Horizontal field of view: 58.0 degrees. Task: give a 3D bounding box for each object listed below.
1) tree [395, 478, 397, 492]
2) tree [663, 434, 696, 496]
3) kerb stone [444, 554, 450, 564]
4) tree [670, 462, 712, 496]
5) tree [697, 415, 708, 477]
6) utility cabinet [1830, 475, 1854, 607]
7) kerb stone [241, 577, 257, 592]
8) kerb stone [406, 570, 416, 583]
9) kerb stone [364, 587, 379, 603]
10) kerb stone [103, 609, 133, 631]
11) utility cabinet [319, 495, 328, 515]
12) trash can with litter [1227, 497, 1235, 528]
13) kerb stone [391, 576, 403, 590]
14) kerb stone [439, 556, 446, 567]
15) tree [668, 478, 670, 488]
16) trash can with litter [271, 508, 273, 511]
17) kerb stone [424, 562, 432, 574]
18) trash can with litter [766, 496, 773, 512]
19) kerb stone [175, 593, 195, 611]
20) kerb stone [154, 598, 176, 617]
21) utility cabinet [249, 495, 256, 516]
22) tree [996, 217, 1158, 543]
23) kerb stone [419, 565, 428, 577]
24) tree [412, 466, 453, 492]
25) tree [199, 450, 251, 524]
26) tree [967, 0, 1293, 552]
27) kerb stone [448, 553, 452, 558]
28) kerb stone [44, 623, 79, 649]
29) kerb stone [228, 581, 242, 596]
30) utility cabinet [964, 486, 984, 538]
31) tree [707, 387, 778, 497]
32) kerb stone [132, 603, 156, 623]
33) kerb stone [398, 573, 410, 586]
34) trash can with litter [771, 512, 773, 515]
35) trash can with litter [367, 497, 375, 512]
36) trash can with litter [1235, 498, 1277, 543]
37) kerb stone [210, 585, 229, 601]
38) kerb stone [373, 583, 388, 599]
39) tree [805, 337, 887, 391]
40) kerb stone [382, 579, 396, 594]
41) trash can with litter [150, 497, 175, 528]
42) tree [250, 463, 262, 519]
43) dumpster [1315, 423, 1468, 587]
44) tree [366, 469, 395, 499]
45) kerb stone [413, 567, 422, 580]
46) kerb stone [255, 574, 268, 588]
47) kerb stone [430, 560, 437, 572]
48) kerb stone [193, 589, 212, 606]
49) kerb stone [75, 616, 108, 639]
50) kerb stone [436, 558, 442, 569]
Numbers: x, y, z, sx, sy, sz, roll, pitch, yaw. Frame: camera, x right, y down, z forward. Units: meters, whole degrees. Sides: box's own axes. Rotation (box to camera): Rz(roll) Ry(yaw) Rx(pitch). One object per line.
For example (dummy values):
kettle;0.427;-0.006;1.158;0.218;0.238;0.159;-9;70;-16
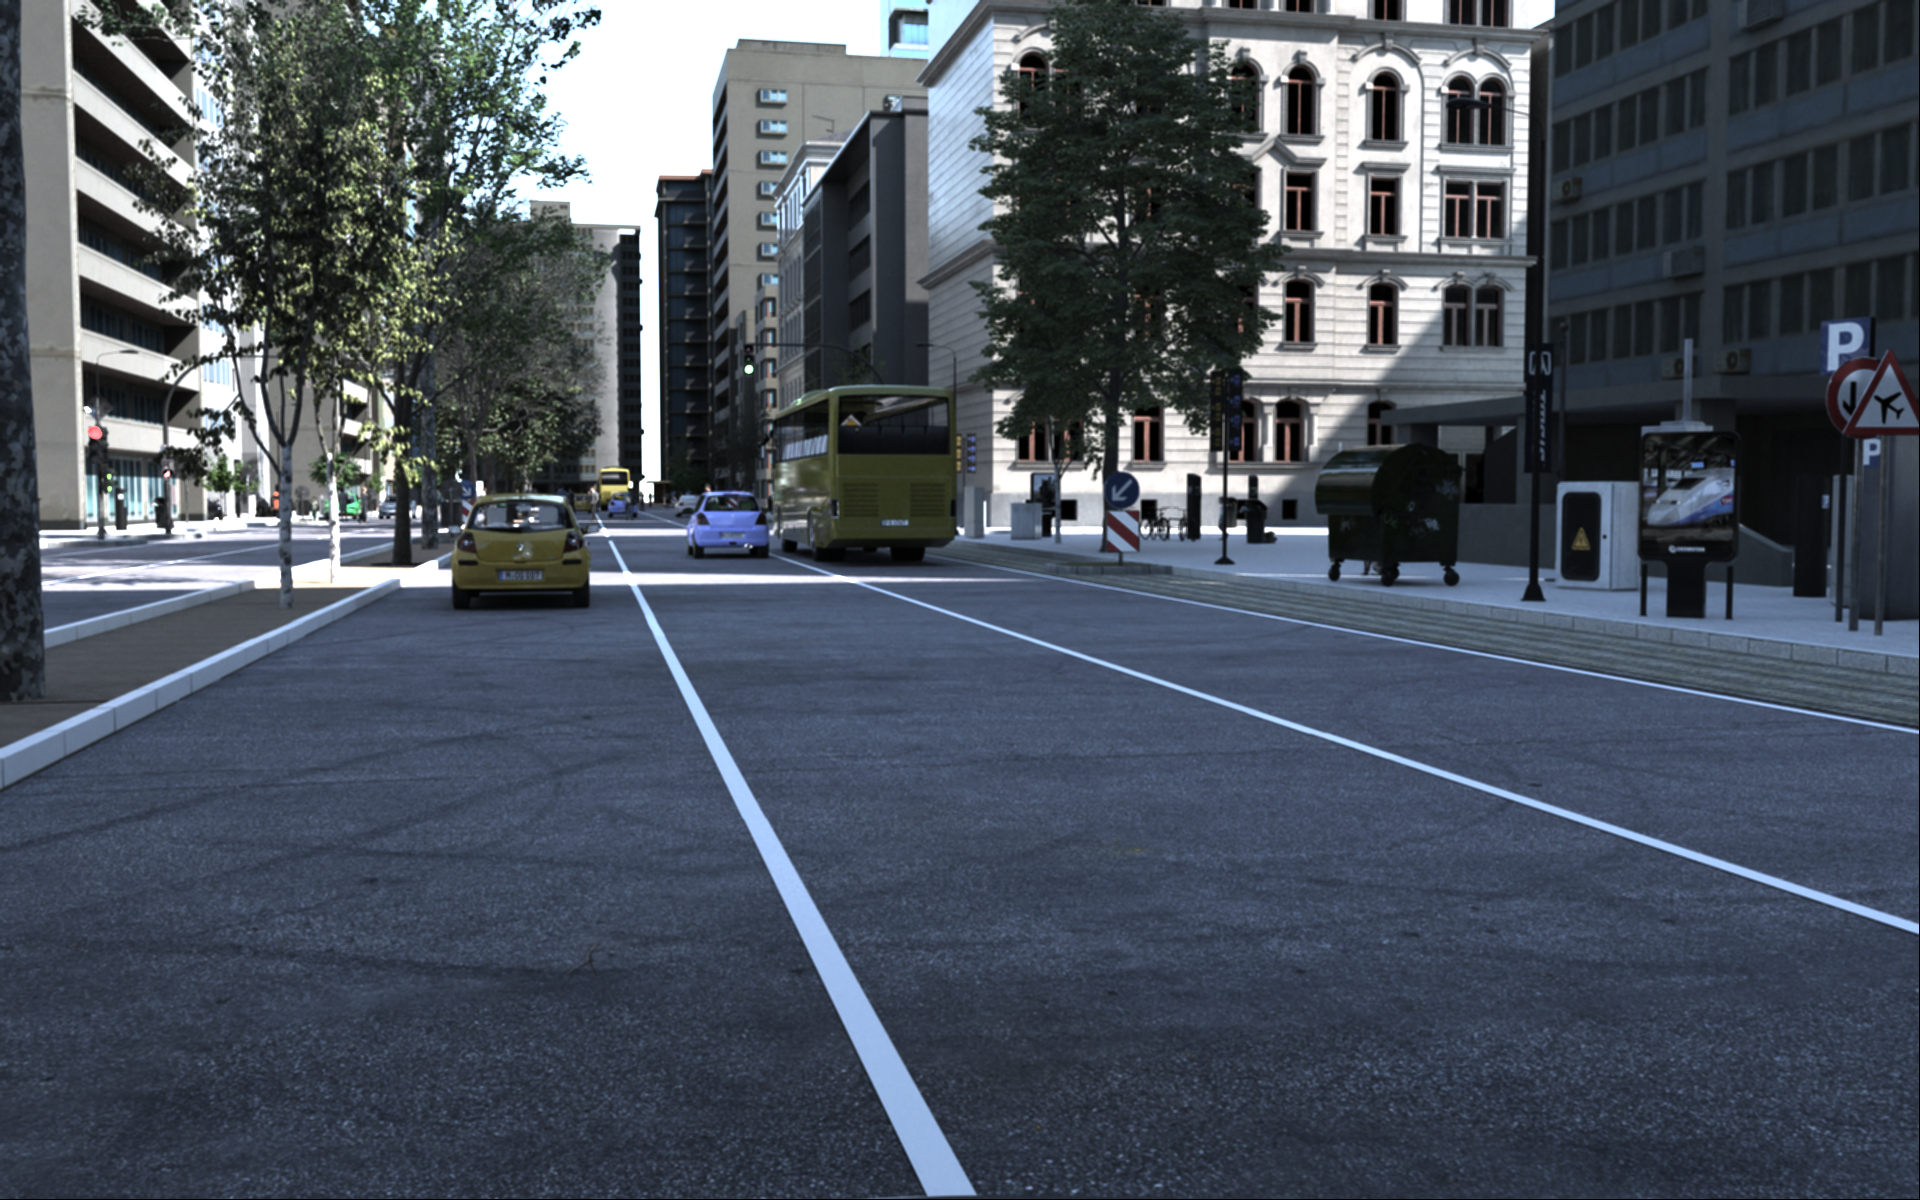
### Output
tree;-48.342;-9.500;149.918;1.663;3.219;1.824;0;3;0
tree;-34.026;-15.893;210.206;4.737;8.622;4.395;0;3;0
kerb stone;-10.444;-0.779;34.933;0.120;0.150;1.000;-1;4;-12
tree;-27.156;-11.944;178.999;4.285;4.588;4.351;0;3;0
tree;-15.826;-10.700;125.314;4.360;8.622;3.978;0;3;0
utility cabinet;10.232;-0.686;19.900;0.318;1.500;1.173;1;4;23
kerb stone;-10.525;-0.198;25.434;0.120;0.150;1.000;-1;4;-12
kerb stone;-8.923;-0.348;27.921;0.120;0.150;1.000;-1;4;-12
kerb stone;-7.837;-0.043;22.904;0.120;0.150;1.000;-1;4;-12
kerb stone;-9.020;0.231;18.421;0.120;0.150;1.000;-1;4;-12
utility cabinet;-38.590;-5.732;104.882;0.306;1.237;1.020;-2;4;-28
trash can with litter;10.182;-3.302;65.370;0.624;1.170;1.055;1;4;14
kerb stone;-8.489;-0.228;25.916;0.120;0.150;1.000;-1;4;-12
kerb stone;-10.215;-0.718;33.937;0.120;0.150;1.000;-1;4;-12
tree;-32.692;-13.506;204.531;4.285;4.588;4.351;0;3;0
trash can with litter;-47.950;-6.637;119.906;1.055;1.170;0.624;-3;5;-39
kerb stone;-9.579;-0.534;30.932;0.120;0.150;1.000;-1;4;-12
trash can with litter;-13.681;-6.956;125.122;0.624;1.170;1.055;1;4;12
kerb stone;-9.668;0.051;21.418;0.120;0.150;1.000;-1;4;-12
kerb stone;-9.452;0.111;20.419;0.120;0.150;1.000;-1;4;-12
utility cabinet;-41.483;-5.518;101.383;0.306;1.237;1.020;-1;4;-12
tree;2.660;-5.768;44.673;4.737;8.622;4.395;0;3;0
kerb stone;-9.347;-0.473;29.926;0.120;0.150;1.000;-1;4;-12
tree;-53.085;-11.525;172.143;4.285;4.588;4.351;0;3;0
tree;-31.997;-4.917;75.001;1.663;3.219;1.824;0;3;0
tree;3.697;-7.337;38.083;7.486;12.596;7.792;0;3;0
kerb stone;-10.662;-0.840;35.937;0.120;0.150;1.000;-1;4;-12
kerb stone;-8.586;0.353;16.419;0.120;0.150;1.000;-1;4;-12
kerb stone;-10.322;-0.130;24.433;0.120;0.150;1.000;-1;4;-12
utility cabinet;0.421;-2.555;50.447;0.318;1.500;1.173;-1;4;-14
tree;-14.391;-10.292;118.644;4.360;8.622;3.978;0;3;0
kerb stone;-9.234;0.172;19.420;0.120;0.150;1.000;-1;4;-12
kerb stone;-8.709;-0.287;26.920;0.120;0.150;1.000;-1;4;-12
trash can with litter;-11.169;-5.956;108.435;2.233;1.210;1.678;2;4;25
trash can with litter;-42.946;-6.994;125.736;0.624;1.170;1.055;1;4;19
trash can with litter;7.800;-2.067;45.178;0.624;1.170;1.055;3;5;41
kerb stone;-10.099;-0.076;23.435;0.120;0.150;1.000;-1;4;-12
kerb stone;-8.053;-0.104;23.903;0.120;0.150;1.000;-1;4;-12
tree;-5.040;-7.951;80.360;4.737;8.622;4.395;0;3;0
kerb stone;-8.274;-0.166;24.917;0.120;0.150;1.000;-1;4;-12
trash can with litter;-29.790;-3.264;64.759;0.624;1.170;1.055;0;4;-6
tree;-37.512;-5.853;90.295;1.663;3.219;1.824;0;3;0
dumpster;6.163;-1.363;24.776;1.502;2.255;1.985;-1;4;-12
tree;-43.469;-8.240;129.323;1.663;3.219;1.824;0;3;0
kerb stone;-9.141;-0.411;28.920;0.120;0.150;1.000;-1;4;-12
kerb stone;-10.747;-0.259;26.432;0.120;0.150;1.000;-1;4;-12
kerb stone;-9.789;-0.596;31.934;0.120;0.150;1.000;-1;4;-12
kerb stone;-9.888;-0.014;22.428;0.120;0.150;1.000;-1;4;-12
kerb stone;-8.802;0.292;17.422;0.120;0.150;1.000;-1;4;-12
kerb stone;-10.008;-0.657;32.936;0.120;0.150;1.000;-1;4;-12
